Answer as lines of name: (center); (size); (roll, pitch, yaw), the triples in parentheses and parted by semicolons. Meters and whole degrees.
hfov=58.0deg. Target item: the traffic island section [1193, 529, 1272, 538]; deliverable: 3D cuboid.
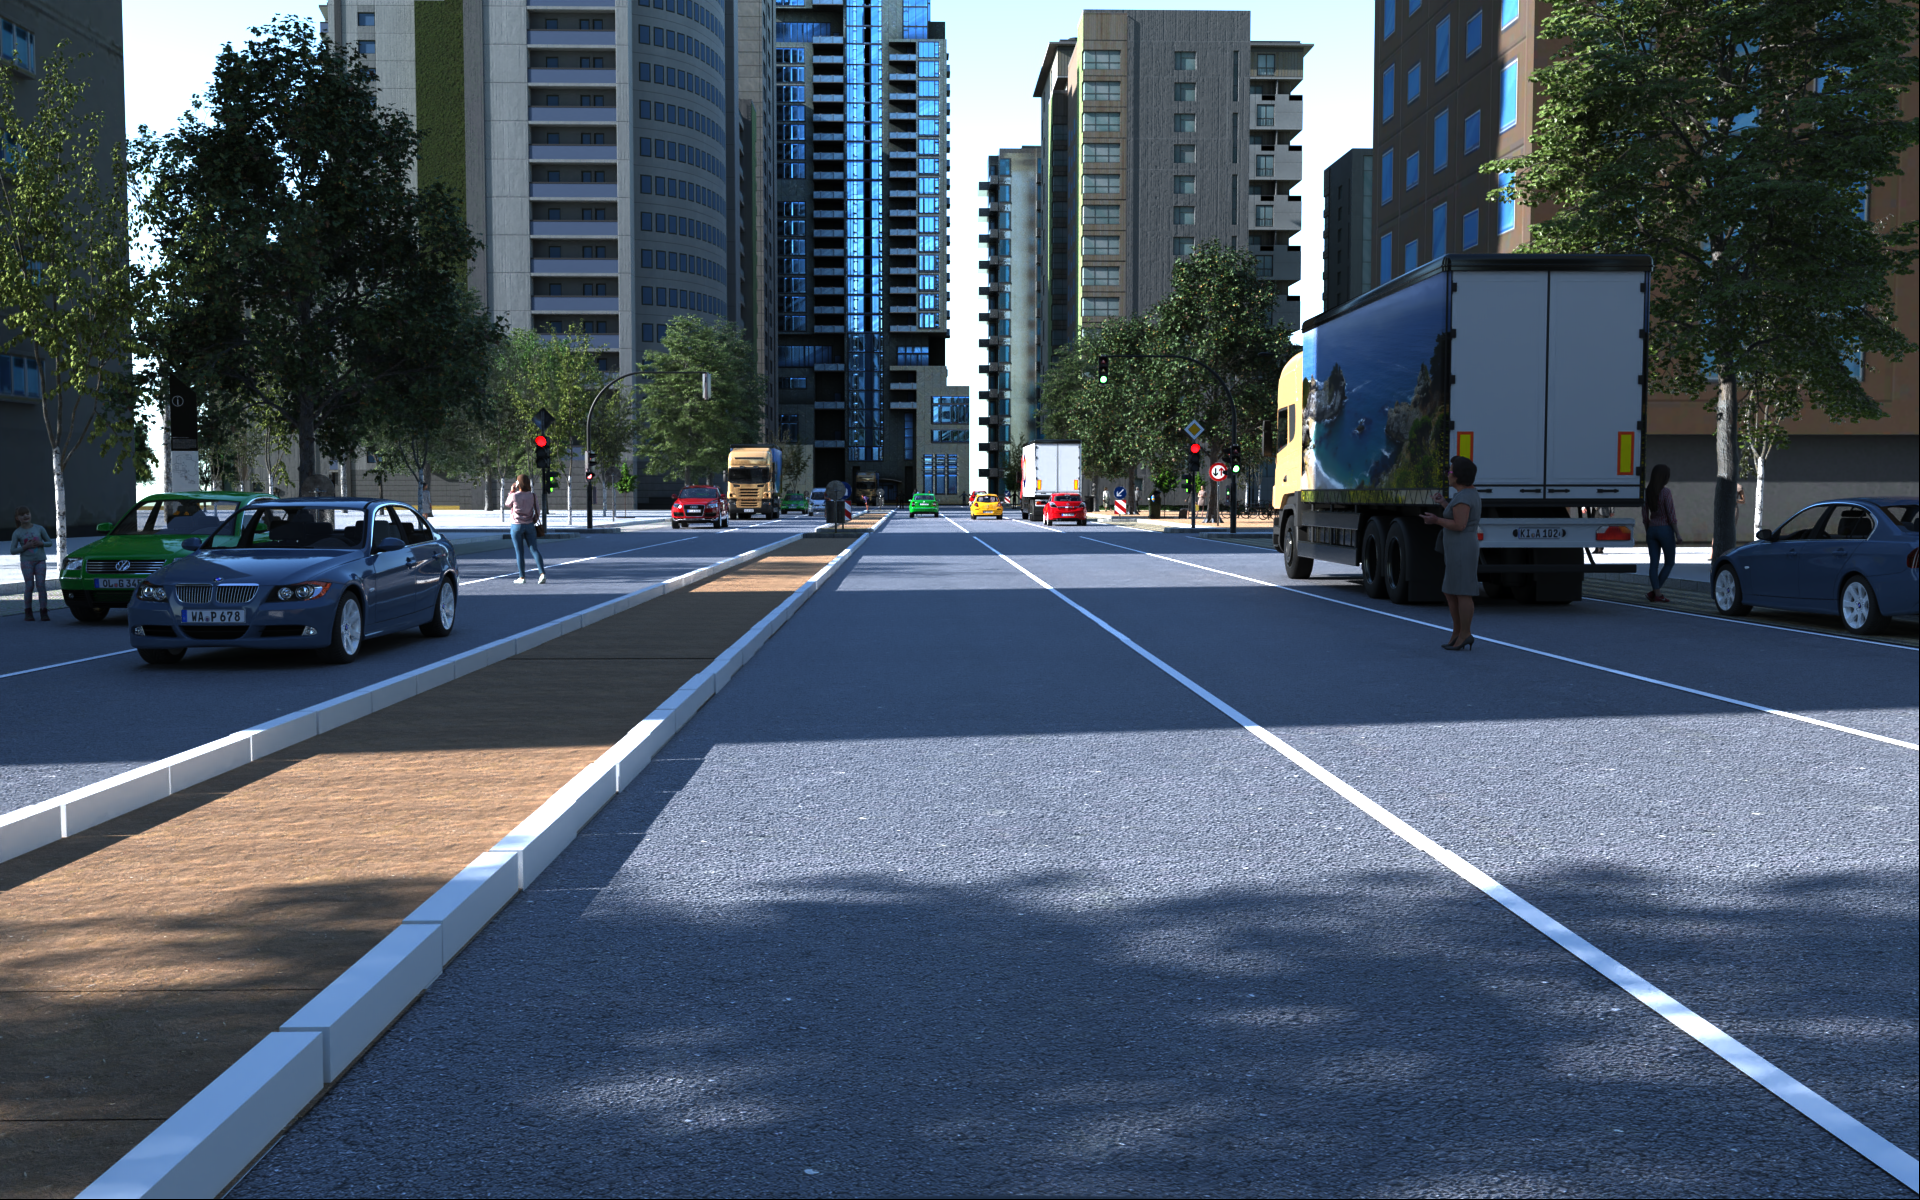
traffic island section: (8.996, -2.122, 56.967); (2.009, 0.180, 2.903); (0, 4, -2)

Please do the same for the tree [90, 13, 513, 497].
tree: (-15.762, -7.633, 41.811); (9.611, 12.733, 9.660); (0, 3, 0)

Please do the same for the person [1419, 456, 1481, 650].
person: (4.536, -0.436, 15.981); (0.532, 1.782, 0.716); (1, 4, 22)

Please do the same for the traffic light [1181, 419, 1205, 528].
traffic light: (8.731, -4.643, 64.834); (0.839, 4.253, 0.868); (0, 4, -2)

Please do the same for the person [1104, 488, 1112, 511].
person: (11.003, -7.494, 128.850); (0.573, 1.790, 0.520); (3, 5, 41)

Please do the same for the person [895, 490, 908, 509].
person: (-5.671, -9.780, 168.535); (1.348, 1.807, 0.705); (0, 4, 1)

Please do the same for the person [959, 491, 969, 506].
person: (0.512, -12.453, 212.186); (1.350, 1.814, 0.705); (0, 4, 6)

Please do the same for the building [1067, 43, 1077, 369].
building: (17.723, -31.481, 164.823); (14.600, 45.320, 14.200); (0, 4, -2)

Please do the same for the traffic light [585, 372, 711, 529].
traffic light: (-11.632, -5.481, 64.283); (4.771, 5.953, 1.251); (0, 4, -2)

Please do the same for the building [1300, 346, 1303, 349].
building: (47.214, -24.239, 241.340); (28.899, 21.520, 27.650); (0, 4, -2)

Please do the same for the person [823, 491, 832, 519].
person: (-7.465, -5.453, 97.634); (0.573, 1.828, 0.580); (-1, 4, -16)

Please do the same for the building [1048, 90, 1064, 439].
building: (15.976, -30.303, 179.055); (14.154, 41.232, 14.086); (0, 4, -2)

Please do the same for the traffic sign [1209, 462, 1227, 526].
traffic sign: (10.393, -4.258, 69.720); (0.768, 2.556, 0.104); (0, 4, 4)

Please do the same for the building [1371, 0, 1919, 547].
building: (20.118, -24.281, 47.107); (14.600, 45.320, 14.200); (0, 4, -2)

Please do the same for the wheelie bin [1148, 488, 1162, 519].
wheelie bin: (10.043, -4.975, 89.253); (0.693, 1.594, 0.980); (0, 4, -2)

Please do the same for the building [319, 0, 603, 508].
building: (-57.798, -40.301, 200.925); (28.212, 58.520, 21.231); (0, 4, -2)

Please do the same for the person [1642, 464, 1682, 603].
person: (9.196, -0.867, 22.686); (0.388, 1.821, 0.555); (-3, 5, -40)

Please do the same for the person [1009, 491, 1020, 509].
person: (5.139, -9.492, 164.510); (1.217, 1.723, 0.721); (-2, 4, -25)

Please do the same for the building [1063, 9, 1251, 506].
building: (16.953, -28.561, 150.564); (14.154, 41.232, 14.086); (0, 4, -2)

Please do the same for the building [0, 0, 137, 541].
building: (-36.412, -25.633, 42.795); (21.600, 48.544, 21.300); (0, 4, -2)

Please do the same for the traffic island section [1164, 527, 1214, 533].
traffic island section: (8.771, -2.610, 64.949); (2.009, 0.180, 2.903); (0, 4, -2)

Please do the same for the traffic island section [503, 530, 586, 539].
traffic island section: (-13.537, -2.083, 56.341); (2.009, 0.180, 2.903); (0, 4, -2)

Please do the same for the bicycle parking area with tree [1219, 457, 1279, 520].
bicycle parking area with tree: (17.983, -6.184, 88.114); (9.016, 4.147, 8.231); (0, 4, 6)

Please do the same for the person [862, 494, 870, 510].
person: (-7.740, -7.999, 142.514); (0.697, 1.427, 0.421); (-1, 4, -16)

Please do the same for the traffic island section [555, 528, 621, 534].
traffic island section: (-13.761, -2.571, 64.323); (2.009, 0.180, 2.903); (0, 4, -2)

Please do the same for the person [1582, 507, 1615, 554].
person: (13.618, -1.868, 36.989); (0.661, 1.777, 0.834); (2, 4, 27)

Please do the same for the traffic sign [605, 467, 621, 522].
traffic sign: (-16.156, -4.928, 80.683); (0.768, 2.556, 0.104); (0, 4, 1)

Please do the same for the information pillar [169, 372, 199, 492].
information pillar: (-14.903, -2.564, 33.278); (0.504, 3.616, 0.183); (-1, 4, -21)

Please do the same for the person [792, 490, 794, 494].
person: (-20.698, -12.772, 215.388); (0.750, 1.759, 0.617); (3, 5, 41)

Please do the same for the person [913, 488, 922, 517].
person: (-2.693, -6.185, 109.890); (0.793, 1.790, 0.793); (1, 4, 17)

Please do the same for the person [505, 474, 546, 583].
person: (-6.911, -1.140, 27.735); (0.593, 1.750, 0.643); (-3, 4, -36)

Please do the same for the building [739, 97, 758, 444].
building: (-27.986, -29.998, 174.063); (14.154, 41.232, 14.086); (0, 4, -2)

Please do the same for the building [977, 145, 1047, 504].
building: (17.605, -37.801, 237.647); (30.456, 49.044, 23.786); (0, 4, -2)

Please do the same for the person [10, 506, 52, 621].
person: (-10.485, -0.418, 19.609); (0.394, 1.301, 0.425); (3, 4, 37)

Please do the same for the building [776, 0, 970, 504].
building: (-14.479, -56.408, 234.936); (31.000, 86.520, 22.319); (0, 4, -2)

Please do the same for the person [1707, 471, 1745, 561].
person: (14.709, -1.642, 33.235); (0.599, 1.781, 0.374); (3, 5, 40)

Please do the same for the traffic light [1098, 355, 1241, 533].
traffic light: (6.867, -5.014, 56.652); (4.771, 5.953, 1.251); (0, 4, -2)

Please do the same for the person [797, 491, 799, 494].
person: (-14.604, -9.027, 156.814); (1.217, 1.735, 0.721); (2, 4, 24)

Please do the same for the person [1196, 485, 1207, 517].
person: (13.669, -5.609, 98.099); (0.599, 1.781, 0.374); (1, 4, 16)

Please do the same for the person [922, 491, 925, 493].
person: (-3.345, -9.418, 163.191); (0.721, 1.736, 1.217); (1, 4, 10)

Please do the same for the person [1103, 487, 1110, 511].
person: (10.749, -7.406, 127.351); (0.478, 1.798, 0.641); (1, 4, 19)

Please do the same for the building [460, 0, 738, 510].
building: (-31.321, -37.329, 152.324); (21.231, 58.520, 28.212); (0, 4, -2)

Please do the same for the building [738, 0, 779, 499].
building: (-32.154, -46.643, 200.861); (20.611, 71.187, 20.563); (0, 4, -2)

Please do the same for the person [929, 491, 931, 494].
person: (-3.365, -11.175, 191.237); (0.705, 1.821, 1.348); (0, 4, -6)

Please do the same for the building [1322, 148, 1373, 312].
building: (51.832, -32.054, 207.676); (14.086, 41.232, 14.154); (0, 4, -2)

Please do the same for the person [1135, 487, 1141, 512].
person: (12.397, -6.995, 120.812); (0.834, 1.777, 0.661); (-2, 4, -34)

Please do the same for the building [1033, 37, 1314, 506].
building: (23.627, -37.336, 199.677); (28.713, 52.752, 27.495); (0, 4, -2)

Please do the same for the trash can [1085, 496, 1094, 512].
trash can: (9.151, -6.775, 122.424); (0.748, 1.137, 0.748); (0, 3, 0)

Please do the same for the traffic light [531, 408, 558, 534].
traffic light: (-13.496, -4.115, 56.207); (0.839, 4.253, 0.868); (0, 4, -2)

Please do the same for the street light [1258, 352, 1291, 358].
street light: (10.448, -5.158, 56.881); (1.470, 5.913, 1.316); (0, 4, -2)

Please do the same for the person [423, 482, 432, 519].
person: (-20.635, -3.674, 66.859); (0.466, 1.731, 0.760); (-3, 4, -38)

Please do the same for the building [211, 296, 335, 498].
building: (-79.038, -26.460, 204.320); (14.107, 30.474, 14.160); (0, 4, -2)

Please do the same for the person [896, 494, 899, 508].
person: (-6.518, -10.315, 180.407); (0.557, 1.426, 1.065); (0, 4, -7)

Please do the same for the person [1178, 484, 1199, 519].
person: (11.750, -5.048, 88.794); (0.699, 1.804, 1.509); (-1, 4, -10)
